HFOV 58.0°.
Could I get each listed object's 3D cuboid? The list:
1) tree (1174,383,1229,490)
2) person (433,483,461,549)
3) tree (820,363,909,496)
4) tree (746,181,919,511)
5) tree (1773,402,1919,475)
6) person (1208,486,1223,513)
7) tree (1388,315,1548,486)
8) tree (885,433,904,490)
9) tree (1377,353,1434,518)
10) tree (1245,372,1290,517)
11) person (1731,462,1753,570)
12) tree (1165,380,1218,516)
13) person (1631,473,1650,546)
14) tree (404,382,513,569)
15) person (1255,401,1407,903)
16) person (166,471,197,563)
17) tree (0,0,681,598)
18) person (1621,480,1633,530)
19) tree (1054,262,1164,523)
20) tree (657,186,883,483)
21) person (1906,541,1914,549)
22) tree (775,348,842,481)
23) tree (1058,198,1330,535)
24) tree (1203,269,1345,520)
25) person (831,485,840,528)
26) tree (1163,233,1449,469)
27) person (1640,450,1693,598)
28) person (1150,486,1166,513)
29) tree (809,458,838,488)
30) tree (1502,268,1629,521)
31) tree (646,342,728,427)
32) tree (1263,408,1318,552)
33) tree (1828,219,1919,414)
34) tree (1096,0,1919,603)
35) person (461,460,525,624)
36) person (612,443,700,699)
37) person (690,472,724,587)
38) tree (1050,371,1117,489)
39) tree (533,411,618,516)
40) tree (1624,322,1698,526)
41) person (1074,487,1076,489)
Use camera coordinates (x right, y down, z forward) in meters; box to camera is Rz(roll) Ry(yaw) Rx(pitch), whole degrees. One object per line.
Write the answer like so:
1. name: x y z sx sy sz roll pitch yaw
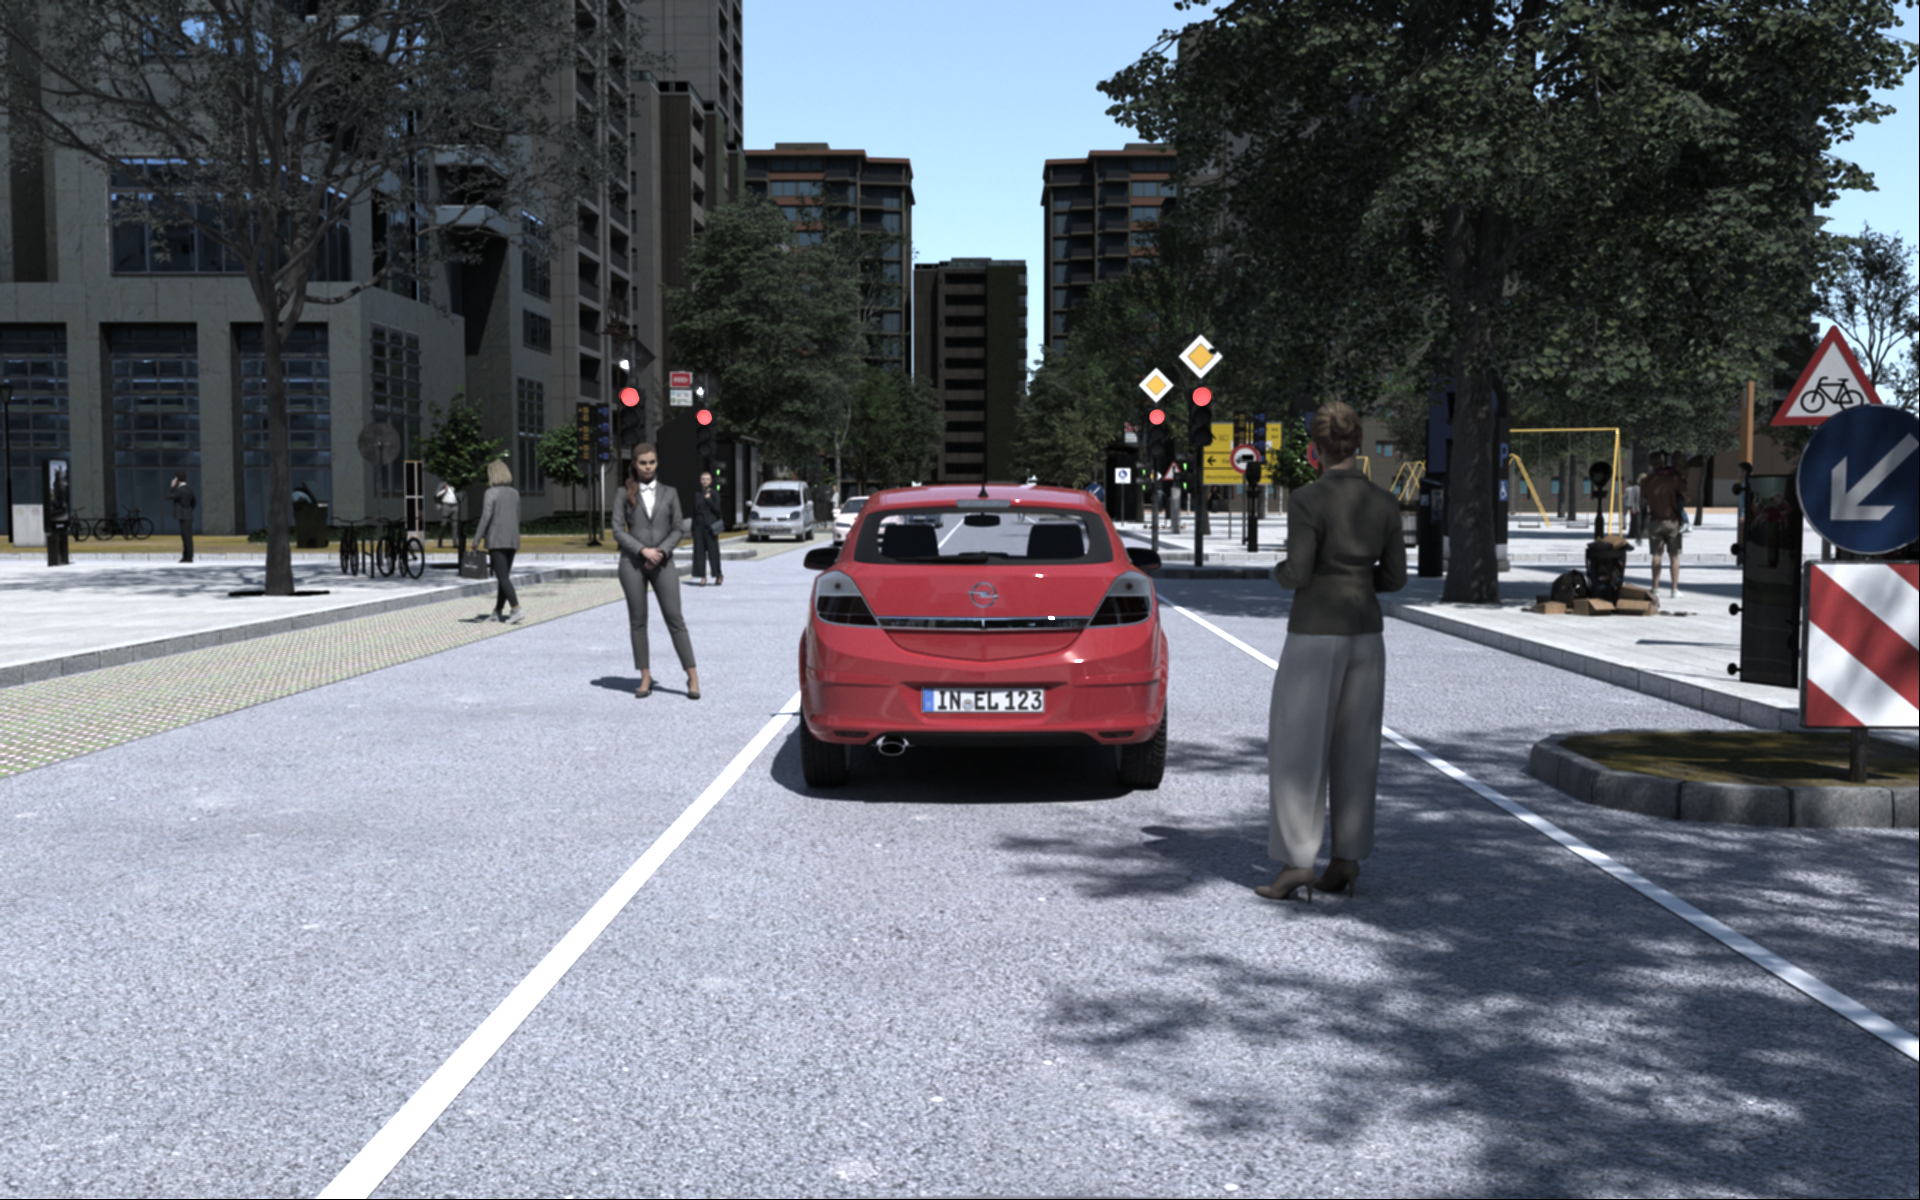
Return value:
1. tree: 15.616 -9.803 110.638 4.360 8.622 3.978 0 3 0
2. person: -12.113 -2.128 40.938 0.679 1.850 0.850 -3 5 -44
3. tree: -7.330 -12.636 132.362 9.928 11.665 9.643 0 3 0
4. tree: -8.805 -15.412 107.881 12.611 20.169 13.585 0 3 0
5. tree: 53.100 -8.395 100.159 11.467 7.101 20.602 0 4 7
6. person: 17.263 -6.808 117.372 1.348 1.822 0.705 -3 4 -38
7. tree: 30.681 -11.368 102.879 9.611 12.733 9.660 0 3 0
8. tree: -6.071 -12.995 162.824 4.360 8.622 3.978 0 3 0
9. tree: 23.792 -8.623 91.351 4.360 8.622 3.978 0 3 0
10. tree: 19.101 -9.251 101.615 4.737 8.622 4.395 0 3 0
11. person: 13.345 -1.414 29.180 0.620 1.820 0.660 2 4 25
12. tree: 13.786 -9.296 102.351 4.737 8.622 4.395 0 3 0
13. person: 16.913 -2.237 42.808 0.709 1.800 0.728 0 4 0
14. tree: -8.581 -2.173 30.124 1.663 3.219 1.824 0 3 0
15. person: 1.318 0.175 6.195 0.519 1.759 0.362 -1 4 -21
16. person: -15.692 -1.654 34.898 0.474 1.900 0.648 -1 4 -11
17. tree: -8.542 -6.794 21.444 12.009 13.543 11.850 0 3 0
18. person: 24.119 -3.440 62.485 0.606 1.804 0.583 -1 4 -13
19. tree: 8.134 -9.200 76.173 9.928 11.665 9.643 0 3 0
20. tree: -7.948 -10.105 71.868 9.857 13.997 8.962 0 3 0
21. person: 8.801 -0.633 16.244 0.661 1.843 0.795 -1 4 -9
22. tree: -7.913 -8.402 87.739 4.737 8.622 4.395 0 3 0
23. tree: 7.605 -7.327 54.207 8.767 10.594 7.601 -1 4 -20
24. tree: 15.401 -10.270 86.046 7.486 12.596 7.792 0 3 0
25. person: -4.960 -3.692 69.225 0.624 1.780 0.694 -1 4 -18
26. tree: 14.731 -8.540 65.386 9.928 11.665 9.643 0 3 0
27. person: 8.789 -0.946 21.483 0.580 1.828 0.573 -1 4 -18
28. person: 13.744 -6.945 119.680 1.350 1.814 0.705 -2 4 -28
29. tree: -7.386 -6.100 94.336 1.663 3.219 1.824 0 3 0
30. tree: 31.441 -10.590 91.269 7.486 12.596 7.792 0 3 0
31. tree: -12.652 -8.060 82.141 4.360 8.622 3.978 0 3 0
32. tree: 7.709 -2.698 38.714 1.663 3.219 1.824 0 3 0
33. tree: 31.249 -7.576 58.279 8.767 10.594 7.601 0 4 -7
34. tree: 6.218 -6.949 20.264 9.857 13.997 8.962 0 3 0
35. person: -5.091 -0.633 19.040 0.728 1.800 0.709 2 4 34
36. person: -2.136 -0.207 12.158 0.520 1.790 0.573 -2 4 -33
37. person: -3.955 -1.106 27.005 0.576 1.772 0.534 0 4 5
38. tree: 7.840 -9.367 103.516 4.737 8.622 4.395 0 3 0
39. tree: -15.327 -5.225 69.135 4.285 4.588 4.351 0 3 0
40. tree: 29.873 -8.246 69.236 8.767 10.594 7.601 -1 4 -23
41. person: 7.398 -6.428 111.566 0.576 1.772 0.534 3 4 39
